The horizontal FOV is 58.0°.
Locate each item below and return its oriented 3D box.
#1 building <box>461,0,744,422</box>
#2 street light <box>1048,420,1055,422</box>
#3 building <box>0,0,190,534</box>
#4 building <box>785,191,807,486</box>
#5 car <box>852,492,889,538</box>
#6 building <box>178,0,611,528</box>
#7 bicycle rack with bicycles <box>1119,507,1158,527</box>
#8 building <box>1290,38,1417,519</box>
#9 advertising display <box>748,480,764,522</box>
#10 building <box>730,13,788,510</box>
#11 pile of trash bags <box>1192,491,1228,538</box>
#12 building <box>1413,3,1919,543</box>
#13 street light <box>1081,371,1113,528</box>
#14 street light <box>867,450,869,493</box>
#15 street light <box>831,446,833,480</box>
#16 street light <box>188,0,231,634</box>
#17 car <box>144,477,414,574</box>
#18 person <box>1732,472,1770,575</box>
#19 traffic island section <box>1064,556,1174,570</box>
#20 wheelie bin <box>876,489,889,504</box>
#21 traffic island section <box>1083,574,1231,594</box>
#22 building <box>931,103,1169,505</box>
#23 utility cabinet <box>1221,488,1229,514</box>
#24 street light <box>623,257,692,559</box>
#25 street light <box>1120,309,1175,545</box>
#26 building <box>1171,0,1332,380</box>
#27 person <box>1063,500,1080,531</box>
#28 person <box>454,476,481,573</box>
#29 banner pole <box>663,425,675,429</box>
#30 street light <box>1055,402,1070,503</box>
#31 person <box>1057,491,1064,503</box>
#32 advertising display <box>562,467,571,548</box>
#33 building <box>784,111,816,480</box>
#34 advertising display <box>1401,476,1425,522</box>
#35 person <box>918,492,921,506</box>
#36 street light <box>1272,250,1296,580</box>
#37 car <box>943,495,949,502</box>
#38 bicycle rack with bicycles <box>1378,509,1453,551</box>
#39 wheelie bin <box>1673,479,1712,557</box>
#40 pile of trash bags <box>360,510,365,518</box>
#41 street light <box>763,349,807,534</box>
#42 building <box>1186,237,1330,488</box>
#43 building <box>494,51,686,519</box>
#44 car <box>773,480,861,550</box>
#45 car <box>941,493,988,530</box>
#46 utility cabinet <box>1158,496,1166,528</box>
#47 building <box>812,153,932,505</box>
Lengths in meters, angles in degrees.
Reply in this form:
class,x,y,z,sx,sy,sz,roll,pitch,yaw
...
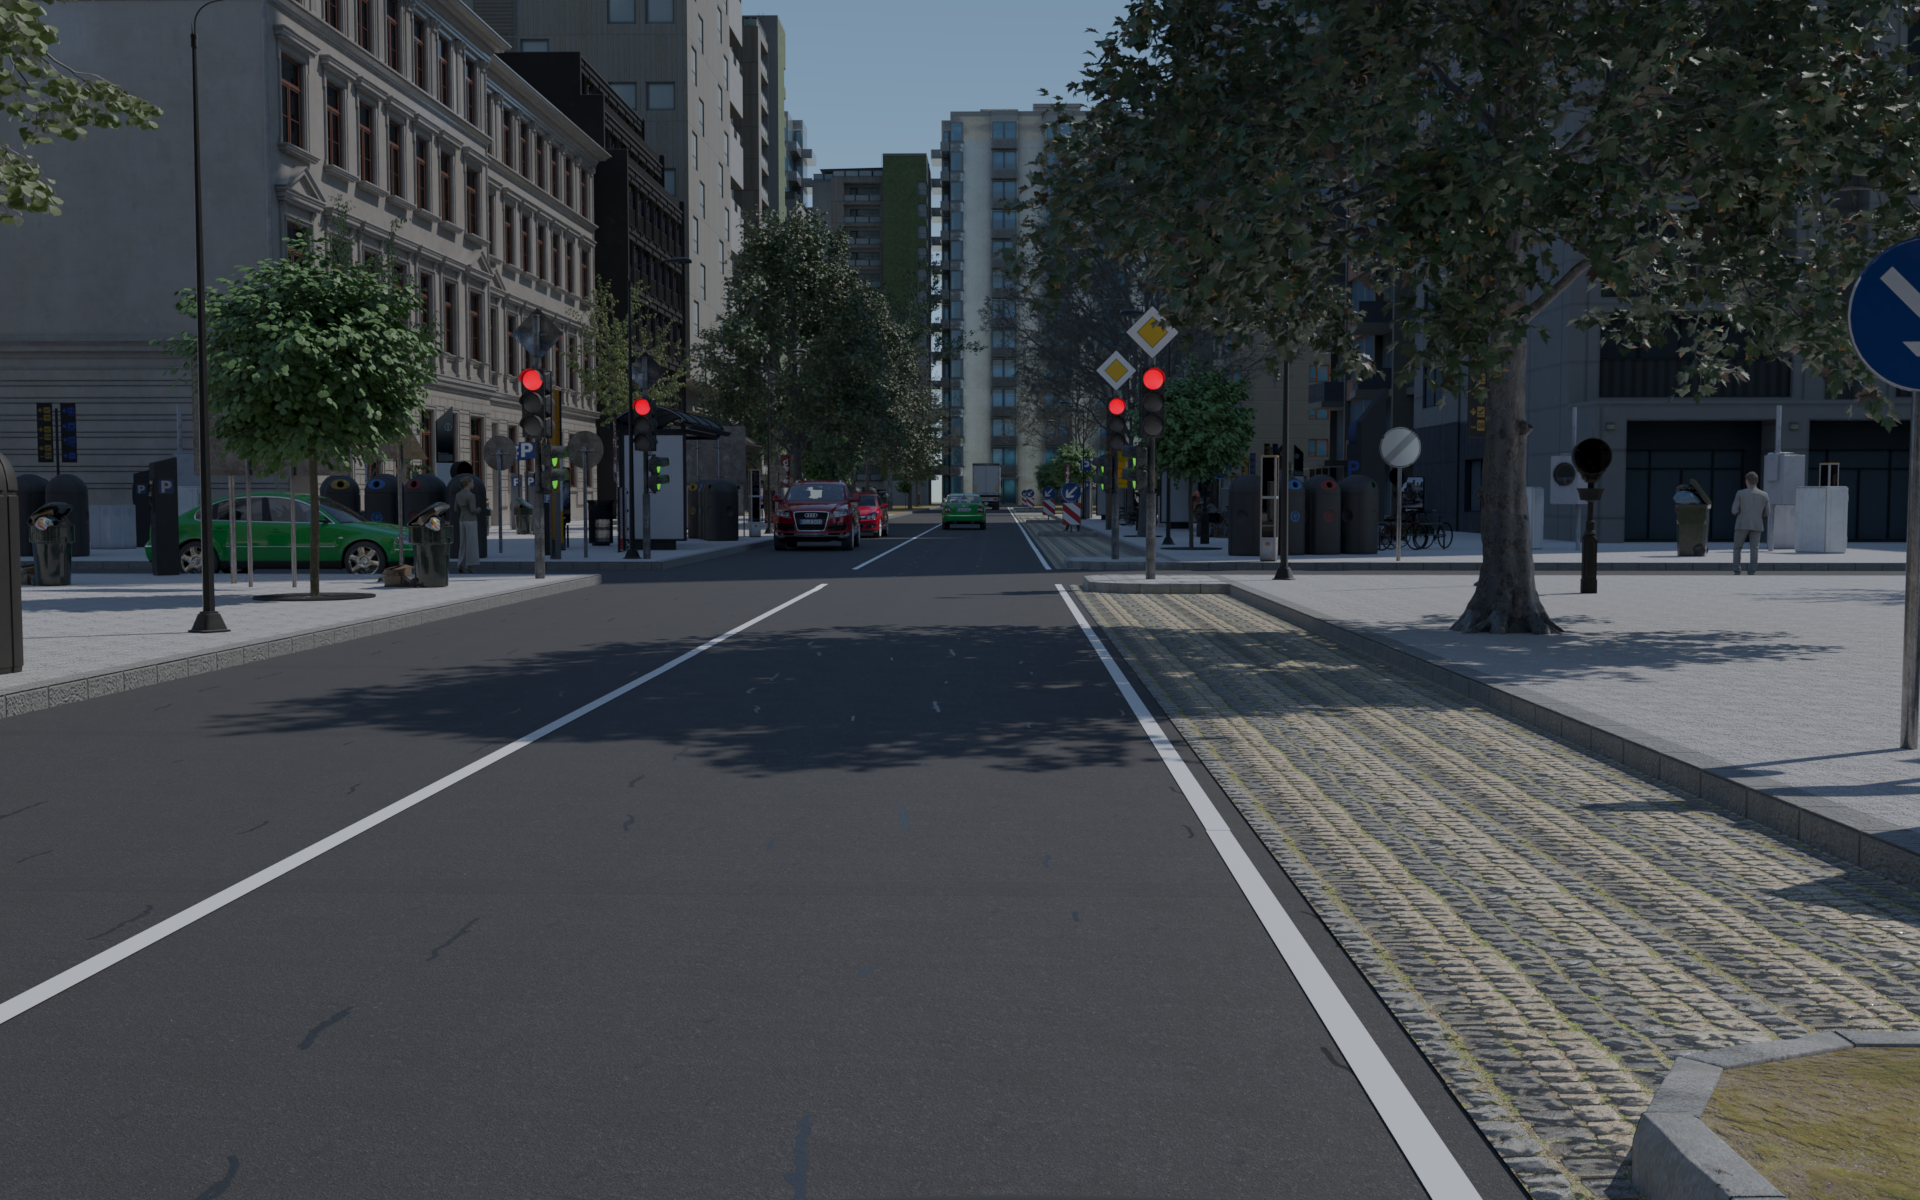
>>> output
class,x,y,z,sx,sy,sz,roll,pitch,yaw
building,-30.322,-32.635,122.815,28.713,52.752,27.495,0,4,1
street light,6.190,-8.331,108.751,1.470,5.913,1.316,0,4,1
building,-22.922,-13.399,55.224,11.583,22.565,21.152,0,4,1
building,-21.811,-24.218,167.666,14.107,30.474,14.160,0,4,1
car,-3.412,-2.980,57.767,2.155,1.783,4.494,0,4,2
building,-23.407,-14.691,76.353,11.583,22.565,21.152,0,4,1
bicycle rack with bicycles,7.439,-3.403,69.019,2.925,0.926,2.852,3,4,38
building,29.108,-26.279,84.283,22.147,44.769,28.867,0,4,1
advertising display,-9.436,-4.579,80.086,0.123,1.923,0.974,3,4,36
building,-22.212,-28.143,143.740,14.154,41.232,14.086,0,4,1
pile of trash bags,7.864,-2.590,52.094,1.912,1.369,3.447,-1,4,-20
building,27.040,-37.595,52.935,20.611,71.187,20.563,0,4,1
street light,5.233,-5.691,65.596,1.470,5.913,1.316,0,4,1
street light,-4.690,-7.710,98.601,1.470,5.913,1.316,0,4,1
street light,-5.170,-6.396,77.111,1.470,5.913,1.316,0,4,1
street light,-6.438,-2.652,15.906,1.470,5.913,1.316,0,4,1
car,-11.137,-1.245,29.150,4.718,1.807,1.959,0,4,0
person,13.204,-1.243,29.031,0.606,1.804,0.583,0,4,3
traffic island section,3.072,-0.721,34.070,2.009,0.180,2.903,0,4,1
wheelie bin,-4.951,-6.195,109.194,0.980,1.594,0.693,-1,4,-22
traffic island section,2.892,-0.233,26.087,2.009,0.180,2.903,0,4,1
building,11.798,-36.426,215.176,30.456,49.044,23.786,0,4,1
utility cabinet,9.815,-3.349,63.428,1.173,1.500,0.318,-2,4,-34
street light,-5.953,-3.767,34.129,1.470,5.913,1.316,0,4,1
street light,4.732,-4.353,43.719,1.470,5.913,1.316,0,4,1
building,29.900,-37.694,158.300,21.231,58.520,28.212,0,4,1
person,4.043,-3.351,63.064,0.755,1.850,0.659,2,4,28
person,-8.876,-1.364,31.352,0.519,1.759,0.362,2,4,34
banner pole,-9.494,-4.011,55.599,0.863,3.779,0.401,2,4,26
street light,5.672,-7.006,87.086,1.470,5.913,1.316,0,4,1
person,11.144,-11.167,191.617,0.750,1.759,0.617,0,4,4
advertising display,-9.469,-2.192,41.050,0.123,1.923,0.974,1,4,9
building,-33.007,-36.452,215.604,30.456,49.044,23.786,0,4,1
advertising display,16.257,-3.502,62.476,0.974,1.923,0.123,2,4,30
person,-4.542,-11.136,191.498,0.530,1.710,0.541,0,4,4
street light,4.312,-3.257,25.788,1.470,5.913,1.316,0,4,1
car,-0.565,-9.355,165.308,2.083,1.381,4.827,0,4,0
bicycle rack with bicycles,10.256,-1.657,40.479,2.925,0.926,2.852,-1,4,-20
wheelie bin,15.087,-1.700,35.696,0.693,1.594,0.980,2,4,28
pile of trash bags,-13.421,-1.758,38.492,1.912,1.369,3.447,3,5,44
street light,-5.608,-5.081,55.621,1.470,5.913,1.316,0,4,1
building,32.280,-17.482,130.866,27.650,21.520,28.899,0,4,1
building,-22.656,-16.242,95.240,12.332,23.373,15.834,0,4,1
car,-3.732,-2.267,45.739,2.281,1.827,5.304,0,4,0
car,0.185,-3.814,71.152,1.959,1.807,4.718,0,4,1
utility cabinet,8.046,-3.361,66.116,1.020,1.237,0.306,3,5,41
building,-10.584,-32.240,210.725,14.086,41.232,14.154,0,4,1
